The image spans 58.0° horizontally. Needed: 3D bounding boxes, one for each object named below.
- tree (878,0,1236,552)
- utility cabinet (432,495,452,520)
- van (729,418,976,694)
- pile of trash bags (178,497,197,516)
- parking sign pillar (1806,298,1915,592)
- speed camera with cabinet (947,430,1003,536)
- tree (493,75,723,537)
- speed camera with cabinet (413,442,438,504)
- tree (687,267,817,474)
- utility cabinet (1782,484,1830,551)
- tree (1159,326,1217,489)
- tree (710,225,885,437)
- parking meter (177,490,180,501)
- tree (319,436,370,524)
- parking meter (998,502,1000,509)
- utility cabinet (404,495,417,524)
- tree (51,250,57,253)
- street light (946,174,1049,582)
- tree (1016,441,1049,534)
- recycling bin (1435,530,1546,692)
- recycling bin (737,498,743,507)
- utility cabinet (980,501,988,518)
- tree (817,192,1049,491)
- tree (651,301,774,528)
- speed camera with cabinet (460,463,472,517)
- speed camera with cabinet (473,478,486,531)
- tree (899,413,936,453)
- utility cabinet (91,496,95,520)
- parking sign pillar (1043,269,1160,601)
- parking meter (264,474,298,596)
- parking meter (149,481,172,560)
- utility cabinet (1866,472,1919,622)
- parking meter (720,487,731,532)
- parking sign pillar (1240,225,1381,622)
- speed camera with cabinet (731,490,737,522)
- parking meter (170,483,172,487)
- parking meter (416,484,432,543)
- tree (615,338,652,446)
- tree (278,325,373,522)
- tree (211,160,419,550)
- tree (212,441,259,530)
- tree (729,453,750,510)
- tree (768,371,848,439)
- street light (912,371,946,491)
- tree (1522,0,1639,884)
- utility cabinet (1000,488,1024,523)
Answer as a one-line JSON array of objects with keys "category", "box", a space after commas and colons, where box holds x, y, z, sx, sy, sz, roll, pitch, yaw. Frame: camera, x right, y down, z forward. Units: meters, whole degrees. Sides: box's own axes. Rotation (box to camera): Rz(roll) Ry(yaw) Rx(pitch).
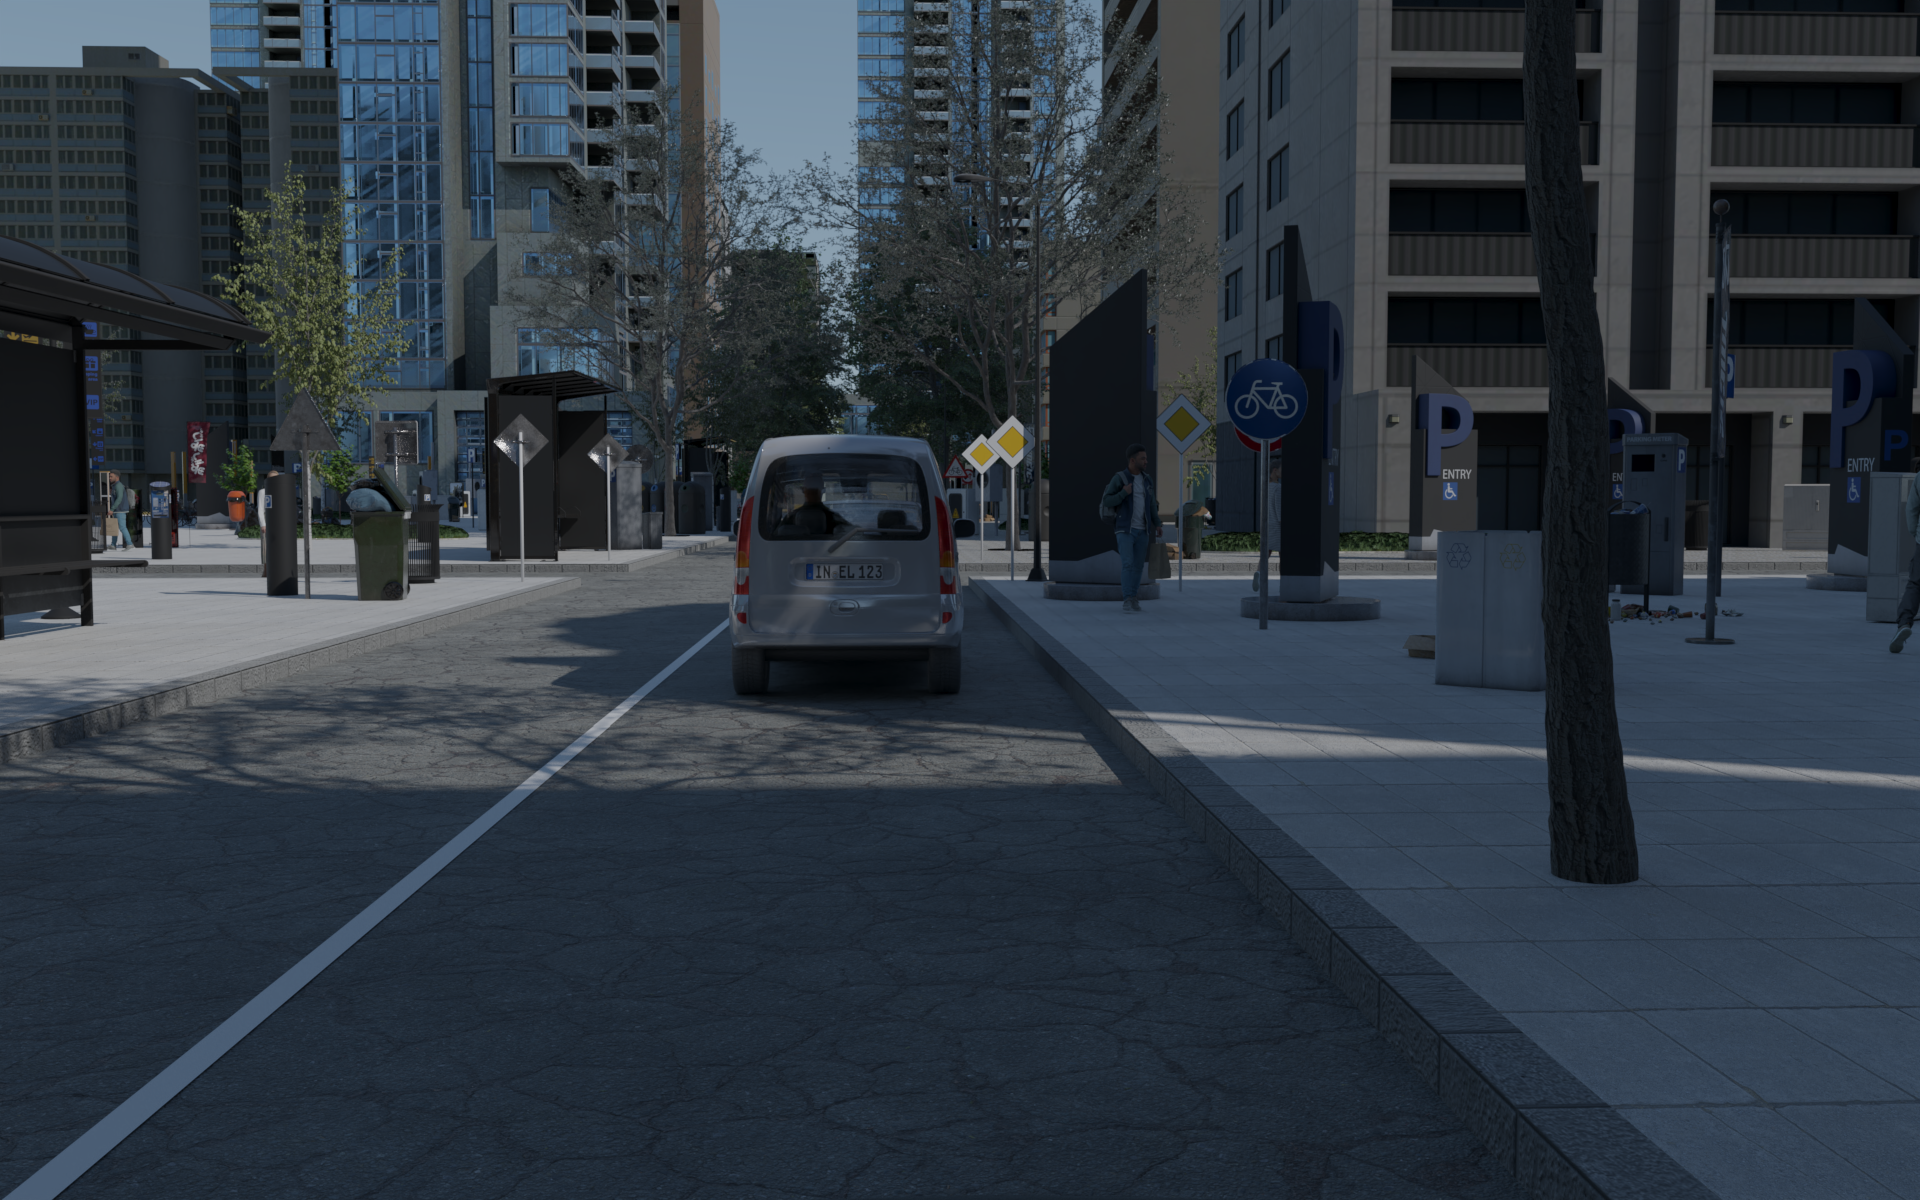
[{"category": "tree", "box": [1.058, -7.850, 38.717, 12.009, 13.543, 11.850, 0, 3, 0]}, {"category": "utility cabinet", "box": [-25.519, -4.539, 85.370, 1.020, 1.237, 0.306, 0, 4, 7]}, {"category": "van", "box": [-0.855, -0.414, 13.789, 2.013, 2.044, 4.112, 0, 4, -2]}, {"category": "pile of trash bags", "box": [-44.326, -5.547, 100.440, 3.447, 1.369, 1.912, 1, 4, 17]}, {"category": "parking sign pillar", "box": [12.194, -2.124, 23.201, 1.447, 3.967, 1.447, 0, 4, 0]}, {"category": "speed camera with cabinet", "box": [0.438, -3.628, 53.659, 0.660, 3.252, 2.038, -3, 5, -41]}, {"category": "tree", "box": [-8.805, -8.649, 51.789, 12.009, 13.543, 11.850, 0, 3, 0]}, {"category": "speed camera with cabinet", "box": [-20.644, -4.432, 66.798, 0.660, 3.252, 2.038, -2, 4, -28]}, {"category": "tree", "box": [-9.978, -11.425, 93.450, 9.857, 13.997, 8.962, 0, 3, 0]}, {"category": "utility cabinet", "box": [19.055, -1.837, 38.710, 1.173, 1.500, 0.318, 2, 4, 30]}, {"category": "tree", "box": [10.879, -7.531, 73.493, 4.737, 8.622, 4.395, 0, 3, 0]}, {"category": "tree", "box": [-11.101, -16.167, 120.217, 12.611, 20.169, 13.585, 0, 3, 0]}, {"category": "parking meter", "box": [-47.319, -5.880, 104.556, 0.372, 1.533, 0.369, 0, 3, 0]}, {"category": "tree", "box": [-20.551, -3.862, 57.743, 1.663, 3.219, 1.824, 0, 3, 0]}, {"category": "parking meter", "box": [2.360, -5.528, 98.787, 0.372, 1.533, 0.369, 0, 3, 0]}, {"category": "utility cabinet", "box": [-19.543, -3.042, 60.901, 1.020, 1.237, 0.306, 2, 4, 29]}, {"category": "tree", "box": [-28.158, -6.263, 52.760, 4.360, 8.622, 3.978, 0, 3, 0]}, {"category": "street light", "box": [0.598, -3.228, 25.313, 1.470, 5.913, 1.316, 0, 4, -3]}, {"category": "tree", "box": [2.457, -3.768, 56.206, 1.663, 3.219, 1.824, 0, 3, 0]}, {"category": "recycling bin", "box": [3.687, 0.053, 11.686, 0.722, 1.027, 0.722, 3, 5, 40]}, {"category": "recycling bin", "box": [-12.576, -5.285, 98.962, 0.722, 1.027, 0.722, 1, 4, 17]}, {"category": "utility cabinet", "box": [0.757, -4.675, 85.122, 1.173, 1.500, 0.318, 0, 4, 5]}, {"category": "tree", "box": [-0.568, -10.189, 73.241, 9.857, 13.997, 8.962, 0, 3, 0]}, {"category": "tree", "box": [-9.144, -7.028, 65.268, 4.360, 8.622, 3.978, 0, 3, 0]}, {"category": "speed camera with cabinet", "box": [-28.160, -6.389, 98.803, 0.660, 3.252, 2.038, 1, 4, 17]}, {"category": "speed camera with cabinet", "box": [-16.369, -4.118, 61.662, 0.660, 3.252, 2.038, 1, 4, 19]}, {"category": "tree", "box": [-3.724, -11.653, 140.892, 4.737, 8.622, 4.395, 0, 3, 0]}, {"category": "utility cabinet", "box": [-37.859, -3.880, 74.595, 1.020, 1.237, 0.306, 0, 4, 3]}, {"category": "parking sign pillar", "box": [1.751, -2.008, 21.309, 1.447, 3.967, 1.447, 2, 4, 34]}, {"category": "parking meter", "box": [-8.596, -0.827, 21.935, 0.372, 1.533, 0.369, 0, 3, 0]}, {"category": "parking meter", "box": [-15.686, -1.565, 33.997, 0.372, 1.533, 0.369, 0, 3, 0]}, {"category": "utility cabinet", "box": [9.575, -0.542, 17.542, 1.173, 1.500, 0.318, -3, 5, -44]}, {"category": "parking meter", "box": [-7.971, -3.087, 58.876, 0.372, 1.533, 0.369, 0, 3, 0]}, {"category": "parking sign pillar", "box": [3.664, -1.807, 18.016, 1.447, 3.967, 1.447, 1, 4, 20]}, {"category": "speed camera with cabinet", "box": [-11.065, -5.150, 78.539, 0.660, 3.252, 2.038, 3, 5, 41]}, {"category": "parking meter", "box": [-42.715, -5.388, 93.804, 0.255, 1.863, 0.399, -1, 4, -12]}, {"category": "parking meter", "box": [-14.137, -2.281, 45.711, 0.372, 1.533, 0.369, 0, 3, 0]}, {"category": "tree", "box": [-14.301, -8.098, 82.770, 4.360, 8.622, 3.978, 0, 3, 0]}, {"category": "tree", "box": [-27.722, -7.642, 75.307, 4.360, 8.622, 3.978, 0, 3, 0]}, {"category": "tree", "box": [-14.667, -5.446, 39.403, 4.737, 8.622, 4.395, 0, 3, 0]}, {"category": "tree", "box": [-25.381, -4.092, 61.508, 1.663, 3.219, 1.824, 0, 3, 0]}, {"category": "tree", "box": [-10.232, -5.343, 81.954, 1.663, 3.219, 1.824, 0, 3, 0]}, {"category": "tree", "box": [-13.718, -14.471, 154.723, 7.486, 12.596, 7.792, 0, 3, 0]}, {"category": "street light", "box": [-1.102, -5.684, 65.476, 1.470, 5.913, 1.316, 0, 4, -3]}, {"category": "tree", "box": [1.833, -4.358, 5.674, 7.601, 10.594, 8.767, 2, 4, 26]}, {"category": "utility cabinet", "box": [2.044, -3.633, 68.083, 0.318, 1.500, 1.173, -3, 4, -37]}]
